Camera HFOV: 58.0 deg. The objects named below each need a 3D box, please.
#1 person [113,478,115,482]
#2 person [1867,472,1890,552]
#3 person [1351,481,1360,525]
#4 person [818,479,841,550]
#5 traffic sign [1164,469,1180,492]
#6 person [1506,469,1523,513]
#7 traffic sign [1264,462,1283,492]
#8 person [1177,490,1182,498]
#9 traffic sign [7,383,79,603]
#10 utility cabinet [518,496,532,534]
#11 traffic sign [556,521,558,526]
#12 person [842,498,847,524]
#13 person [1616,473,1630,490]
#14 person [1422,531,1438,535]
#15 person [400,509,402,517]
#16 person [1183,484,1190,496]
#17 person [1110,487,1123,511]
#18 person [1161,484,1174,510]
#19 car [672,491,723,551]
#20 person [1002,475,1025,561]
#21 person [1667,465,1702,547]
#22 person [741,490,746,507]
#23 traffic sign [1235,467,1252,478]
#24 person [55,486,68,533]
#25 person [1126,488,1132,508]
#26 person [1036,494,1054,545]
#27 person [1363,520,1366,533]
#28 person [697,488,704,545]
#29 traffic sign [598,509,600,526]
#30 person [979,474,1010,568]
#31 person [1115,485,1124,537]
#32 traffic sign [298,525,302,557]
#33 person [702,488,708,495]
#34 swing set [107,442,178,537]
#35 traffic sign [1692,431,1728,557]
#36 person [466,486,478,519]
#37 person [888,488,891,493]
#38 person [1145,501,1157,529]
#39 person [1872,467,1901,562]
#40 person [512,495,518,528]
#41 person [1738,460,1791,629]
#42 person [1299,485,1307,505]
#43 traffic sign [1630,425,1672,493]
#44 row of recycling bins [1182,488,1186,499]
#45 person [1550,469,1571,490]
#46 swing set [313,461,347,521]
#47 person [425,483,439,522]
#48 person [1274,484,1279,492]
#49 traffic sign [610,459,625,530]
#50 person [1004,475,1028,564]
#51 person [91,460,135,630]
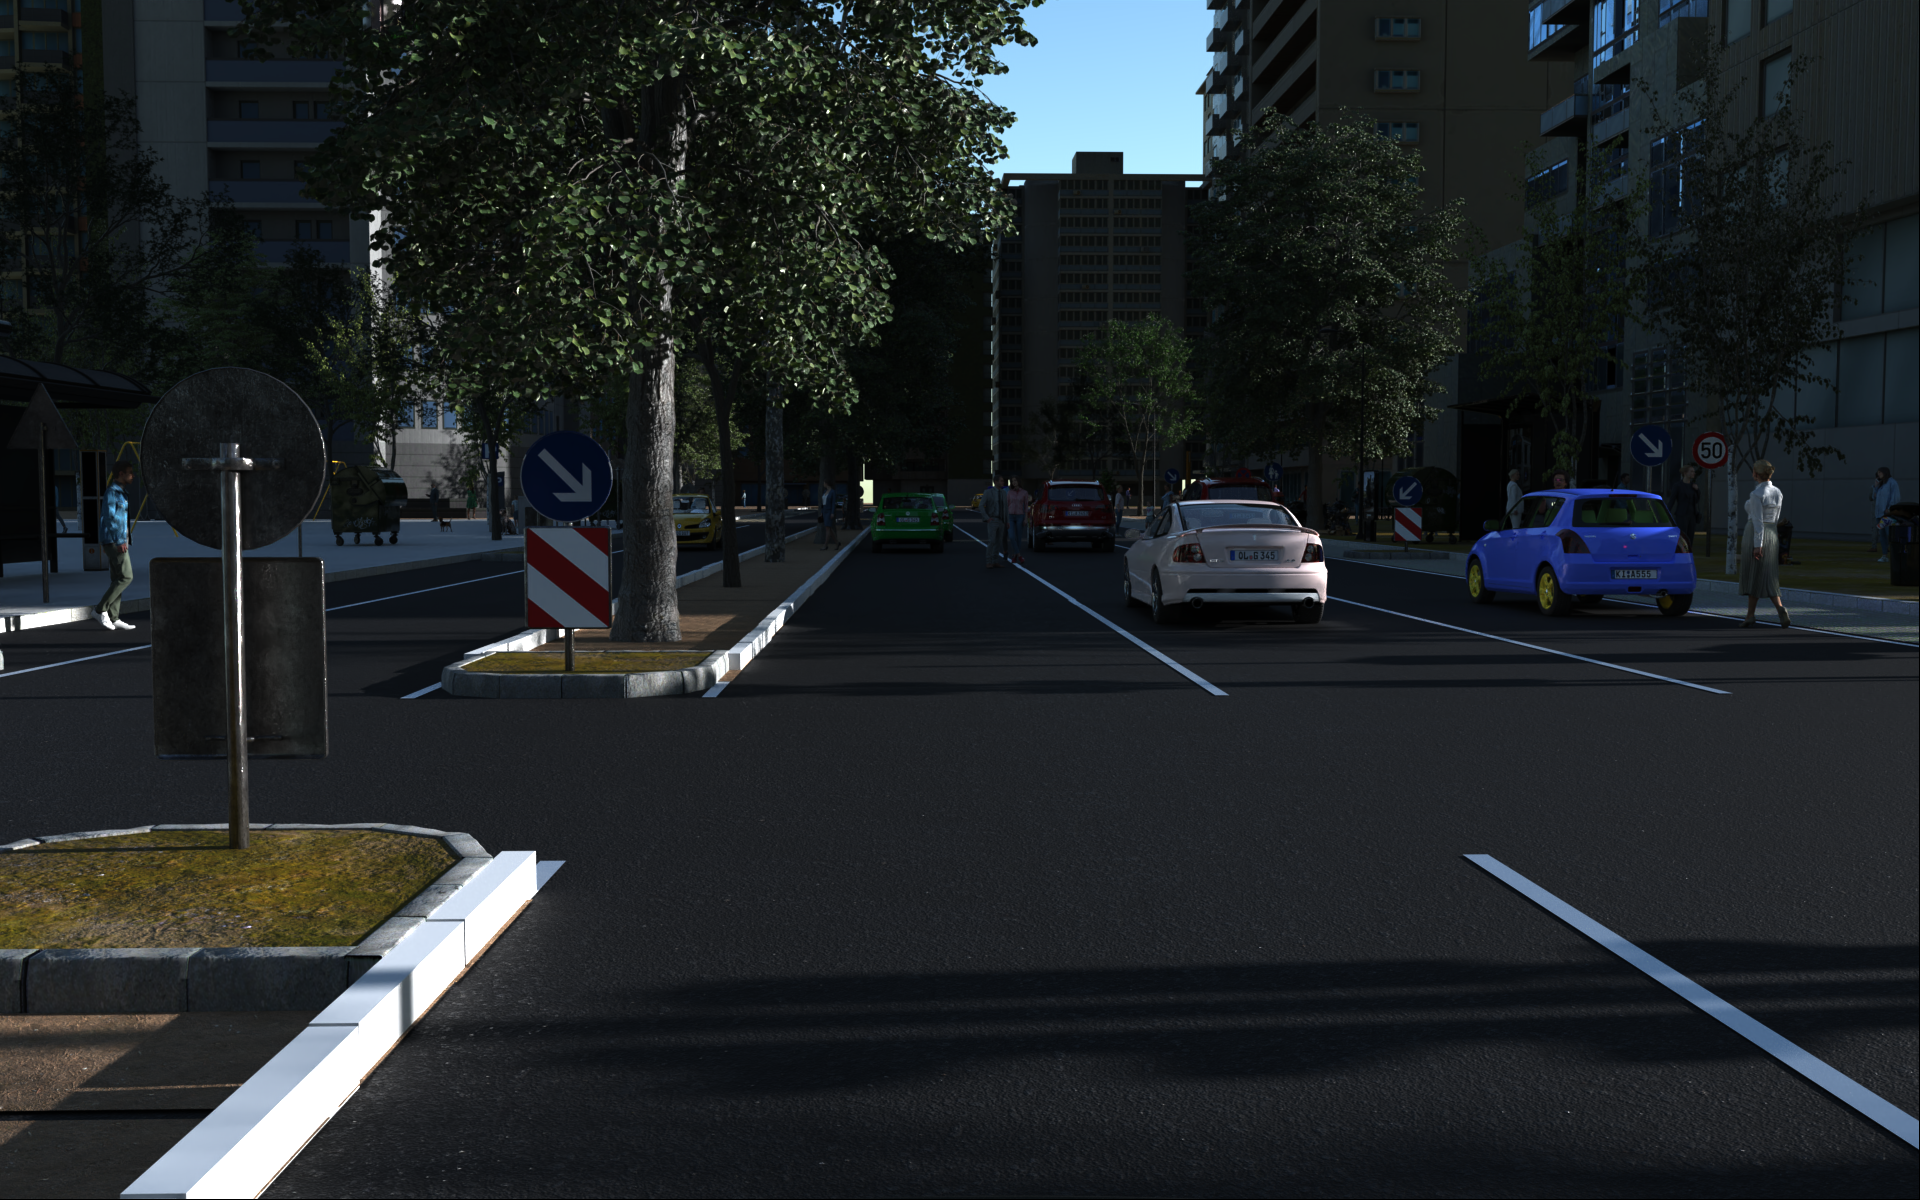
[{"bbox_3d":[-24.232,-2.630,49.613,0.480,1.755,0.524,2,4,26],"label":"person"},{"bbox_3d":[20.424,-1.970,38.439,0.511,1.800,0.466,0,4,1],"label":"person"},{"bbox_3d":[16.302,-3.937,70.393,0.794,1.824,0.713,1,4,11],"label":"person"},{"bbox_3d":[-3.286,-2.166,43.941,0.654,1.822,0.581,-2,4,-24],"label":"person"},{"bbox_3d":[10.571,-5.278,86.393,0.768,2.556,0.104,0,4,7],"label":"traffic sign"},{"bbox_3d":[12.411,-2.020,38.952,0.818,1.842,0.514,-1,4,-19],"label":"person"},{"bbox_3d":[12.467,-4.211,68.948,0.768,2.556,0.104,0,4,2],"label":"traffic sign"},{"bbox_3d":[21.575,-9.887,170.178,1.348,1.821,0.705,-1,4,-19],"label":"person"},{"bbox_3d":[-10.788,-1.246,20.370,0.884,2.594,0.081,0,4,6],"label":"traffic sign"},{"bbox_3d":[-13.678,-2.726,55.736,1.020,1.237,0.306,0,4,-6],"label":"utility cabinet"},{"bbox_3d":[-12.837,-3.371,55.112,0.884,2.594,0.081,0,4,4],"label":"traffic sign"},{"bbox_3d":[-5.578,-4.330,83.983,0.332,1.250,0.352,0,4,-7],"label":"person"},{"bbox_3d":[16.968,-2.353,44.536,0.620,1.820,0.660,2,4,34],"label":"person"},{"bbox_3d":[14.735,-2.917,53.912,0.537,1.800,0.526,3,5,44],"label":"person"},{"bbox_3d":[-23.140,-3.974,70.980,0.622,1.834,0.822,1,4,14],"label":"person"},{"bbox_3d":[10.749,-4.565,81.252,0.480,1.755,0.524,3,5,40],"label":"person"},{"bbox_3d":[10.806,-7.019,120.940,1.348,1.807,0.705,-1,4,-13],"label":"person"},{"bbox_3d":[7.543,-3.317,62.822,0.778,1.811,0.616,-1,4,-15],"label":"person"},{"bbox_3d":[-7.115,-2.128,45.021,2.015,1.641,3.980,0,4,-4],"label":"car"},{"bbox_3d":[1.114,-1.741,36.825,0.638,1.841,0.748,0,4,3],"label":"person"},{"bbox_3d":[12.180,-1.391,29.209,0.576,1.772,0.534,-3,4,-36],"label":"person"},{"bbox_3d":[-20.839,-9.681,166.862,0.705,1.814,1.350,0,4,6],"label":"person"},{"bbox_3d":[13.573,-5.071,83.016,0.768,2.556,0.104,0,4,0],"label":"traffic sign"},{"bbox_3d":[-29.740,-3.115,56.835,0.748,1.841,0.638,0,4,5],"label":"person"},{"bbox_3d":[15.069,-9.059,154.026,0.599,1.838,0.709,0,4,-1],"label":"person"},{"bbox_3d":[2.412,-2.469,49.051,0.511,1.800,0.466,-1,4,-17],"label":"person"},{"bbox_3d":[13.550,-3.140,57.573,0.537,1.800,0.526,-2,4,-35],"label":"person"},{"bbox_3d":[-7.358,-2.373,49.105,0.330,1.601,0.589,3,5,43],"label":"person"},{"bbox_3d":[-12.659,-3.703,60.651,0.768,2.556,0.104,0,4,8],"label":"traffic sign"},{"bbox_3d":[0.686,-1.531,33.625,0.391,1.810,0.635,3,5,45],"label":"person"},{"bbox_3d":[5.195,-2.963,57.614,0.598,1.740,0.731,-1,4,-15],"label":"person"},{"bbox_3d":[-12.522,-2.006,32.808,0.884,2.594,0.081,0,4,1],"label":"traffic sign"},{"bbox_3d":[-18.186,-7.115,123.098,1.217,1.735,0.721,-3,4,-38],"label":"person"},{"bbox_3d":[-24.786,-3.401,53.232,2.862,2.851,3.119,0,4,0],"label":"swing set"},{"bbox_3d":[15.289,-2.154,35.322,0.768,2.556,0.104,0,4,6],"label":"traffic sign"},{"bbox_3d":[-24.651,-4.960,87.389,0.529,1.795,0.600,3,4,37],"label":"person"},{"bbox_3d":[-4.699,-6.507,114.916,0.705,1.821,1.348,0,3,0],"label":"person"},{"bbox_3d":[6.565,-2.805,59.382,0.505,1.210,0.382,3,4,38],"label":"person"},{"bbox_3d":[17.482,-1.608,32.591,0.793,1.790,0.793,-3,4,-38],"label":"person"},{"bbox_3d":[-16.582,-3.298,64.647,0.332,1.250,0.352,-1,4,-10],"label":"person"},{"bbox_3d":[8.578,-0.593,18.418,0.478,1.798,0.641,-1,4,-15],"label":"person"},{"bbox_3d":[20.402,-5.865,101.893,1.348,1.831,0.705,-2,4,-29],"label":"person"},{"bbox_3d":[12.695,-1.945,31.913,0.768,2.556,0.104,0,4,2],"label":"traffic sign"},{"bbox_3d":[12.081,-4.850,86.417,1.069,1.692,3.534,-1,4,-18],"label":"row of recycling bins"},{"bbox_3d":[8.314,-0.949,24.375,0.716,1.782,0.532,1,4,17],"label":"person"},{"bbox_3d":[-29.623,-5.168,82.116,2.862,2.851,3.119,0,4,-5],"label":"swing set"},{"bbox_3d":[-24.671,-4.574,81.001,0.661,1.801,0.590,3,5,43],"label":"person"},{"bbox_3d":[18.117,-5.719,99.416,0.709,1.838,0.599,2,4,26],"label":"person"},{"bbox_3d":[-12.240,-3.787,62.022,0.768,2.556,0.104,0,4,7],"label":"traffic sign"},{"bbox_3d":[1.135,-1.667,35.767,0.555,1.821,0.388,0,4,3],"label":"person"},{"bbox_3d":[-8.912,-0.574,18.233,0.444,1.785,0.601,-1,4,-12],"label":"person"}]
